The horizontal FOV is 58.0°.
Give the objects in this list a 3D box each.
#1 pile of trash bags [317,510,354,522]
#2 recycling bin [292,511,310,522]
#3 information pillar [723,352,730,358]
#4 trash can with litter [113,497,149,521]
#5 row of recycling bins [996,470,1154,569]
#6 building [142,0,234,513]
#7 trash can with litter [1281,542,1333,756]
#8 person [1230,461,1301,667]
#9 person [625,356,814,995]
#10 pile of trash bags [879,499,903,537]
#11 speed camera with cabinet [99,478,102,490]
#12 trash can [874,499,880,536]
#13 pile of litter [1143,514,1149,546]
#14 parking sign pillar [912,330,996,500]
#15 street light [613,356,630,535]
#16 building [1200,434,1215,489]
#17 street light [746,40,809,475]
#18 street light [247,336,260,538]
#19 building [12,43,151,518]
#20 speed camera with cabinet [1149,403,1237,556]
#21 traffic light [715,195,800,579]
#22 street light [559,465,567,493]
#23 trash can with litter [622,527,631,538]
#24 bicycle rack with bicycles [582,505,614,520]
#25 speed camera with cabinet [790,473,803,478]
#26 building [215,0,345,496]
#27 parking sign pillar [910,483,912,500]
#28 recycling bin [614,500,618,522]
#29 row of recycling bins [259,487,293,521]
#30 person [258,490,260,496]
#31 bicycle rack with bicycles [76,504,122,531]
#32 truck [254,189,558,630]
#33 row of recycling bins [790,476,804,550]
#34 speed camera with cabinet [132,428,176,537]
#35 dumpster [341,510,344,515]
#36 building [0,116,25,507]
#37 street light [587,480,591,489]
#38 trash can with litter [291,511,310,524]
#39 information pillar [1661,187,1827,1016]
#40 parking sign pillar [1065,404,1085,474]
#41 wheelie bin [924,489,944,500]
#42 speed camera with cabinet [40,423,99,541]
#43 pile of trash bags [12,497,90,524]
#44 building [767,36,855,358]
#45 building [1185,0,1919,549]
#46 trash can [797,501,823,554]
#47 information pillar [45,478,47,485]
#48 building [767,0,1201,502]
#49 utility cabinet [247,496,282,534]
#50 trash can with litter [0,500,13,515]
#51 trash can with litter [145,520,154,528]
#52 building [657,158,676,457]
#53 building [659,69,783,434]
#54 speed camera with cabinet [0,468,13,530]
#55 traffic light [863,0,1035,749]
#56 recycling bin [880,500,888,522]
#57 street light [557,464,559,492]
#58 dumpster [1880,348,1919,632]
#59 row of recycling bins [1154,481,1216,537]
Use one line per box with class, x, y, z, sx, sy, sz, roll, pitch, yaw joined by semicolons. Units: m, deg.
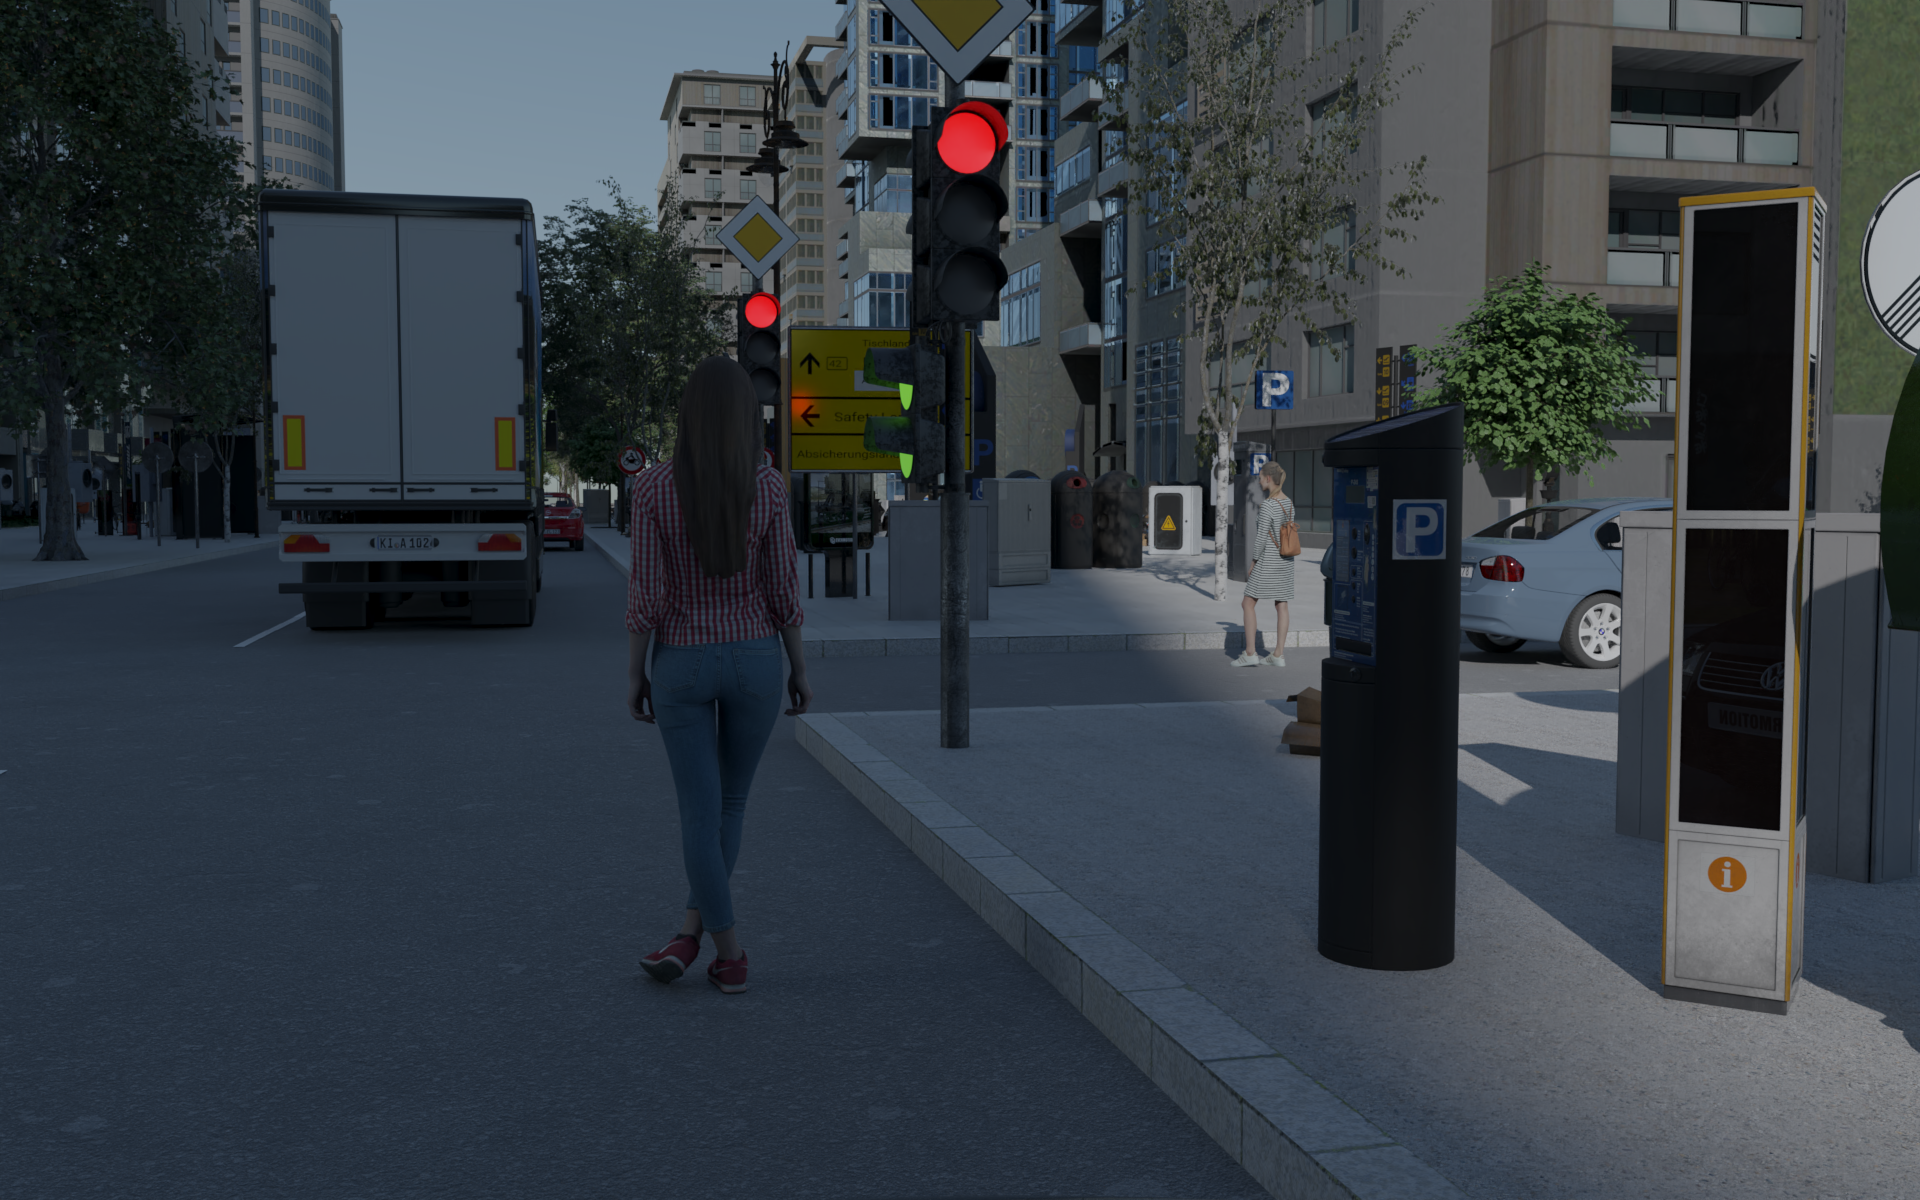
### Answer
pile of trash bags;-27.981;-4.177;78.046;1.912;1.369;3.447;-1;4;-21
recycling bin;-30.664;-4.177;80.842;0.722;1.027;0.722;0;4;8
information pillar;-3.765;-2.275;28.543;0.183;3.616;0.504;-2;4;-31
trash can with litter;-39.218;-4.321;81.714;2.233;1.210;1.678;2;4;23
row of recycling bins;1.466;-1.378;29.644;3.534;1.692;1.069;-2;4;-24
building;-67.692;-32.614;122.478;28.713;52.752;27.495;-1;4;-14
trash can with litter;2.060;0.163;8.724;0.624;1.170;1.055;2;4;34
person;2.596;-0.300;14.410;0.522;1.701;0.512;3;5;41
person;-0.688;0.214;5.012;0.555;1.821;0.388;-2;4;-26
pile of trash bags;-0.613;-2.550;51.445;3.447;1.369;1.912;3;5;40
speed camera with cabinet;-39.166;-5.035;76.659;2.038;3.252;0.660;-3;5;-45
trash can;-2.814;-2.563;53.561;0.748;1.137;0.748;0;3;0
pile of litter;4.477;-1.784;43.139;1.176;0.858;1.719;0;4;0
parking sign pillar;0.180;-2.361;27.070;1.447;3.967;1.447;-1;4;-16
street light;-10.481;-4.948;53.688;0.468;5.910;1.993;-1;4;-14
building;12.929;-46.363;70.713;22.319;86.520;31.000;-1;4;-14
street light;-1.928;-2.782;18.274;0.468;5.910;1.993;-1;4;-14
street light;-20.603;-4.757;50.571;0.468;5.910;1.993;-1;4;-14
building;-58.535;-29.079;95.049;23.786;49.044;30.456;-1;4;-14
speed camera with cabinet;4.942;-2.534;35.768;2.038;3.252;0.660;2;4;29
traffic light;-1.931;-1.683;16.439;0.839;4.253;0.868;-1;4;-14
street light;-39.574;-12.270;173.396;0.468;5.910;1.993;-1;4;-14
trash can with litter;-9.446;-2.443;51.322;1.055;1.170;0.624;-2;4;-32
bicycle rack with bicycles;-17.013;-4.336;84.281;2.925;0.926;2.852;-3;4;-37
speed camera with cabinet;-5.993;-4.275;64.240;0.660;3.252;2.038;0;4;2
building;-79.682;-39.606;189.564;21.231;58.520;28.212;-1;4;-14
parking sign pillar;-1.411;-4.579;63.333;1.447;3.967;1.447;3;5;39
recycling bin;-15.323;-4.064;79.007;0.722;1.027;0.722;-2;4;-31
row of recycling bins;-32.579;-4.677;83.589;1.069;1.692;3.534;0;4;8
person;-65.842;-9.426;162.625;0.705;1.823;1.348;-2;4;-30
bicycle rack with bicycles;-30.672;-2.910;60.965;2.852;0.926;2.925;-1;4;-15
truck;-6.487;-2.002;21.644;2.839;4.237;11.283;-1;4;-13
row of recycling bins;-3.792;-2.060;40.786;1.069;1.692;3.534;1;4;16
speed camera with cabinet;-24.175;-3.547;52.335;0.660;3.252;2.038;0;4;6
dumpster;-29.886;-4.910;82.765;1.502;2.255;1.985;-1;4;-14
building;-49.603;-26.877;63.143;21.300;48.544;21.600;-1;4;-14
street light;-19.729;-7.270;91.655;0.468;5.910;1.993;-1;4;-14
trash can with litter;-28.345;-3.895;74.736;1.678;1.210;2.233;0;4;-3
information pillar;1.983;0.006;4.389;0.304;2.012;0.304;2;4;31
parking sign pillar;3.415;-3.851;51.441;1.447;3.967;1.447;1;4;11
wheelie bin;-0.725;-3.052;57.807;0.980;1.594;0.693;0;4;-1
speed camera with cabinet;-24.714;-3.275;47.881;0.660;3.252;2.038;0;4;-3
pile of trash bags;-38.762;-3.897;73.461;3.447;1.369;1.912;-2;4;-25
building;-2.235;-27.712;144.973;32.217;40.220;23.993;-1;4;-14
building;14.302;-21.813;40.231;14.086;41.232;14.154;-1;4;-14
trash can;-3.171;-1.584;37.557;0.748;1.137;0.748;0;3;0
information pillar;-27.331;-2.916;52.171;0.304;2.012;0.304;-3;4;-39
building;-0.031;-49.124;115.852;22.319;86.520;31.000;-1;4;-14
utility cabinet;-22.444;-2.734;55.861;1.020;1.237;0.306;-2;4;-24
trash can with litter;-39.183;-3.668;71.353;1.055;1.170;0.624;3;4;39
trash can with litter;-30.460;-3.331;65.855;1.055;1.170;0.624;0;4;0
building;-30.140;-37.651;239.291;21.300;48.544;21.600;-1;4;-14
building;-21.769;-38.333;215.977;28.713;52.752;27.495;-1;4;-14
speed camera with cabinet;-34.363;-4.087;61.160;0.660;3.252;2.038;0;4;7
traffic light;-0.045;-1.208;8.679;0.839;4.253;0.868;-1;4;-14
recycling bin;-2.810;-3.552;70.627;0.722;1.027;0.722;-2;4;-28
street light;-48.308;-14.457;209.151;0.468;5.910;1.993;-1;4;-14
dumpster;2.957;-0.034;3.050;1.502;2.255;1.985;-1;4;-14
row of recycling bins;6.989;-2.832;53.413;1.069;1.692;3.534;-3;5;-42
